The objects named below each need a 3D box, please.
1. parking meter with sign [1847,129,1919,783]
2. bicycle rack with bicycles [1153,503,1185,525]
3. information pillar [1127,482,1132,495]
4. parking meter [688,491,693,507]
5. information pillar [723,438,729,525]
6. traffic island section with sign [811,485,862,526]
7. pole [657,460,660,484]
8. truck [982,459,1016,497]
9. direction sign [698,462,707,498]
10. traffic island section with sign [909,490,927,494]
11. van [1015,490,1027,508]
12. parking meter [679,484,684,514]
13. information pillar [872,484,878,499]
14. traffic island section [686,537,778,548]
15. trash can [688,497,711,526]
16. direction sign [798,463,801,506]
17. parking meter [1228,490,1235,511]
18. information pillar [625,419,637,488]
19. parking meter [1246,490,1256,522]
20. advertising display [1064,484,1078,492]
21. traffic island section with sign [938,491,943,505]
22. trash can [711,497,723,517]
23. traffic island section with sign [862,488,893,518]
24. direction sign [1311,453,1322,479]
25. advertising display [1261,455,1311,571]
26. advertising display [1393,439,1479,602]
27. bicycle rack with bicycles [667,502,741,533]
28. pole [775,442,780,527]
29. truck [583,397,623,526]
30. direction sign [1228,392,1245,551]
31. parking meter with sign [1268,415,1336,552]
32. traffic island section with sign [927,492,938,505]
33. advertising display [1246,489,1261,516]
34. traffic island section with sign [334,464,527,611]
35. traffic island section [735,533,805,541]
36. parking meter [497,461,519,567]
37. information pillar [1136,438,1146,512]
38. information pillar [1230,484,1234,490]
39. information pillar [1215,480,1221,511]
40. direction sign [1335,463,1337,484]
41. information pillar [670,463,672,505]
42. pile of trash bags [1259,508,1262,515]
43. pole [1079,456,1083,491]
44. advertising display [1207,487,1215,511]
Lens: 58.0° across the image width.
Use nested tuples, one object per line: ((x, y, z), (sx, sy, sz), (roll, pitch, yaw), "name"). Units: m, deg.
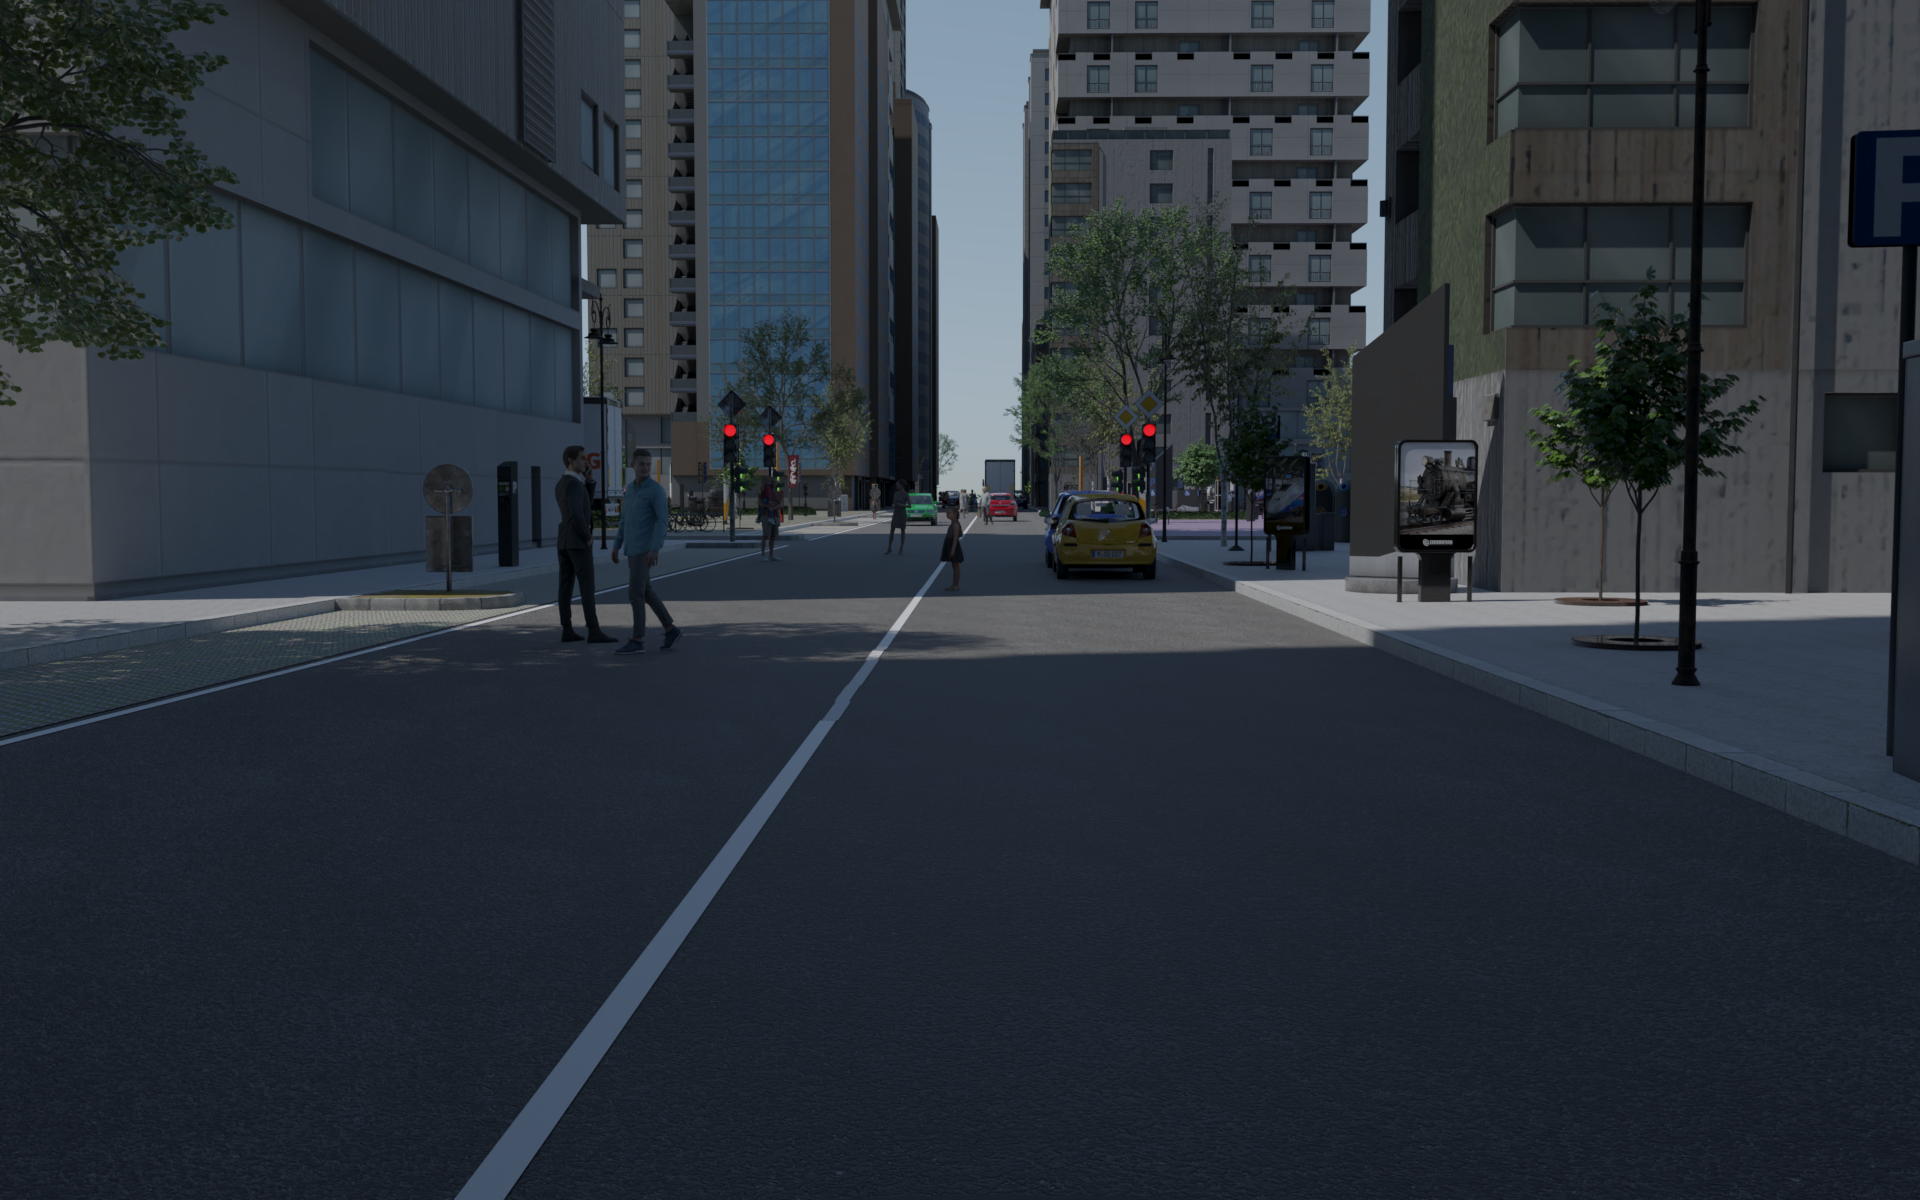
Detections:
((4.441, -0.692, 7.579), (0.543, 3.016, 1.738), (1, 4, 9), "parking meter with sign")
((7.646, -3.664, 73.295), (2.852, 0.926, 2.925), (-1, 4, -8), "bicycle rack with bicycles")
((10.428, -6.234, 106.414), (0.304, 2.012, 0.304), (1, 4, 17), "information pillar")
((-19.275, -7.065, 123.919), (0.372, 1.533, 0.369), (0, 3, 0), "parking meter")
((-9.843, -4.985, 72.860), (0.183, 3.616, 0.504), (0, 4, 8), "information pillar")
((-5.590, -4.219, 77.612), (1.989, 1.847, 2.006), (0, 4, 1), "traffic island section with sign")
((-17.917, -6.679, 103.052), (0.158, 3.312, 0.155), (0, 3, 0), "pole")
((3.289, -9.537, 144.850), (2.839, 4.237, 11.283), (0, 4, 1), "truck")
((-18.298, -8.016, 123.059), (0.379, 3.537, 0.876), (3, 4, 36), "direction sign")
((-4.158, -8.831, 153.014), (1.989, 1.847, 2.006), (0, 4, 1), "traffic island section with sign")
((5.762, -10.203, 173.824), (2.013, 2.044, 4.112), (0, 4, 1), "van")
((-16.244, -5.837, 101.151), (0.255, 1.863, 0.399), (0, 4, -7), "parking meter")
((-6.283, -7.550, 127.928), (0.304, 2.012, 0.304), (-2, 4, -32), "information pillar")
((-6.166, -1.499, 46.788), (2.009, 0.180, 2.903), (0, 4, 1), "traffic island section")
((-10.436, -3.491, 68.739), (0.748, 1.137, 0.748), (0, 3, 0), "trash can")
((-11.717, -8.209, 126.213), (0.379, 3.537, 0.876), (-1, 4, -19), "direction sign")
((15.914, -5.696, 101.548), (0.372, 1.533, 0.369), (0, 3, 0), "parking meter")
((-10.352, -3.861, 54.478), (0.183, 3.616, 0.504), (2, 4, 27), "information pillar")
((13.627, -4.607, 81.028), (0.399, 1.863, 0.255), (2, 4, 32), "parking meter")
((7.448, -6.809, 116.545), (0.974, 1.923, 0.123), (-1, 4, -14), "advertising display")
((-2.569, -13.934, 236.445), (1.989, 1.847, 2.006), (0, 4, 1), "traffic island section with sign")
((-13.557, -5.124, 95.434), (0.748, 1.137, 0.748), (0, 3, 0), "trash can")
((-5.069, -5.871, 104.623), (1.989, 1.847, 2.006), (0, 4, 1), "traffic island section with sign")
((19.746, -6.360, 95.983), (0.876, 3.537, 0.379), (-3, 4, -38), "direction sign")
((5.519, -1.472, 29.284), (0.123, 1.923, 0.974), (-2, 4, -35), "advertising display")
((5.636, -0.937, 20.530), (0.974, 1.923, 0.123), (0, 4, -4), "advertising display")
((-9.352, -2.749, 58.326), (2.925, 0.926, 2.852), (-2, 4, -33), "bicycle rack with bicycles")
((-7.184, -4.542, 68.111), (0.158, 3.312, 0.155), (0, 3, 0), "pole")
((-15.741, -3.793, 50.931), (11.283, 4.237, 2.839), (0, 4, -1), "truck")
((6.249, -2.879, 39.067), (0.379, 3.537, 0.876), (1, 4, 21), "direction sign")
((7.637, -2.609, 38.911), (1.738, 3.016, 0.543), (-2, 4, -28), "parking meter with sign")
((-3.623, -10.530, 180.786), (1.989, 1.847, 2.006), (0, 4, 1), "traffic island section with sign")
((15.116, -5.106, 88.700), (0.974, 1.923, 0.123), (-1, 4, -17), "advertising display")
((-6.642, -0.822, 22.061), (1.989, 1.847, 2.006), (0, 4, 1), "traffic island section with sign")
((-6.014, -1.987, 54.772), (2.009, 0.180, 2.903), (0, 4, 1), "traffic island section")
((-7.990, -1.523, 30.614), (0.255, 1.863, 0.399), (0, 4, 7), "parking meter")
((6.788, -4.459, 64.256), (0.504, 3.616, 0.183), (0, 4, 3), "information pillar")
((16.159, -6.815, 102.782), (0.183, 3.616, 0.504), (-1, 4, -12), "information pillar")
((13.367, -5.187, 89.302), (0.304, 2.012, 0.304), (-1, 4, -12), "information pillar")
((27.619, -8.275, 127.294), (0.379, 3.537, 0.876), (1, 4, 16), "direction sign")
((-21.613, -8.451, 129.532), (0.183, 3.616, 0.504), (-1, 4, -19), "information pillar")
((19.106, -5.826, 105.004), (3.447, 1.369, 1.912), (1, 4, 13), "pile of trash bags")
((6.497, -6.060, 92.916), (0.158, 3.312, 0.155), (0, 3, 0), "pole")
((16.894, -6.785, 116.151), (0.123, 1.923, 0.974), (-2, 4, -31), "advertising display")
